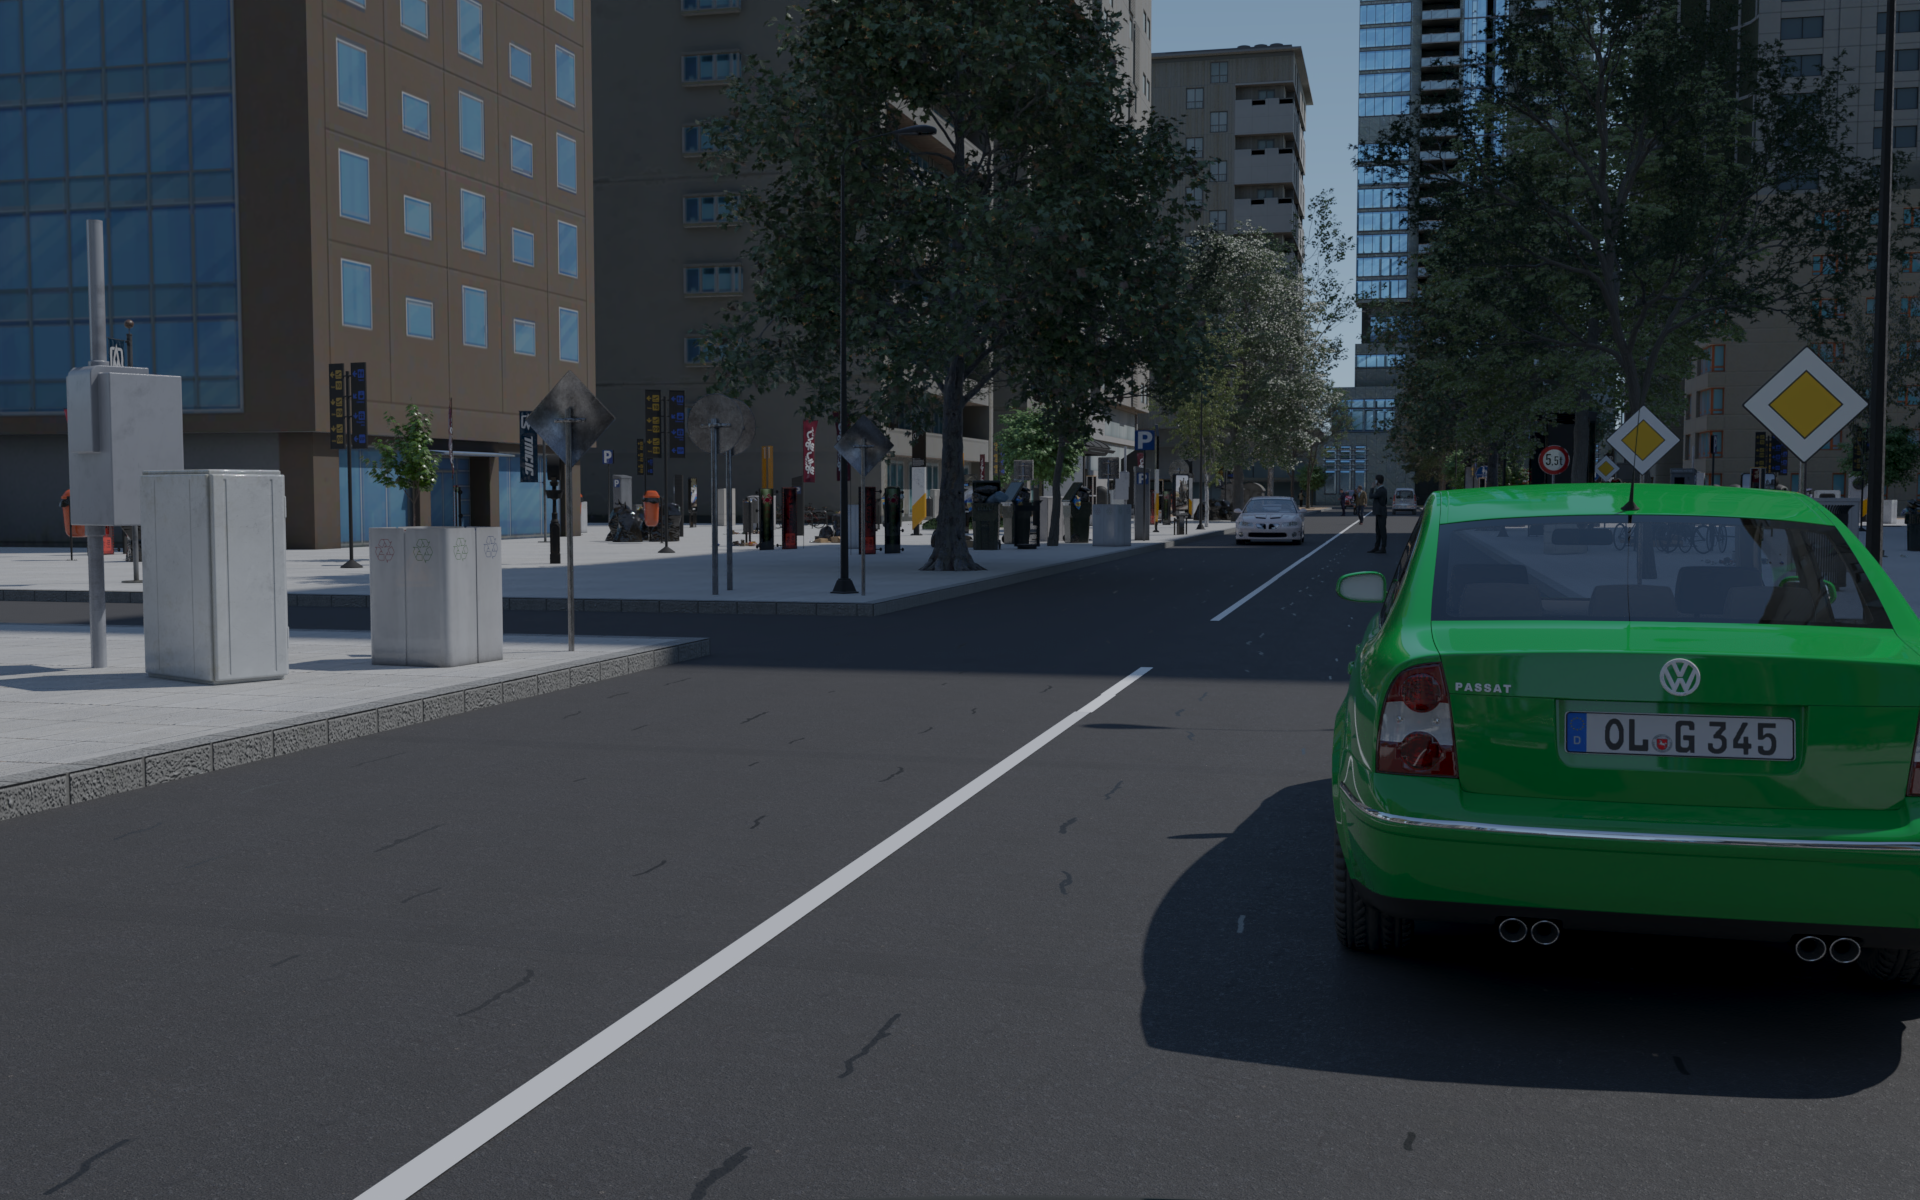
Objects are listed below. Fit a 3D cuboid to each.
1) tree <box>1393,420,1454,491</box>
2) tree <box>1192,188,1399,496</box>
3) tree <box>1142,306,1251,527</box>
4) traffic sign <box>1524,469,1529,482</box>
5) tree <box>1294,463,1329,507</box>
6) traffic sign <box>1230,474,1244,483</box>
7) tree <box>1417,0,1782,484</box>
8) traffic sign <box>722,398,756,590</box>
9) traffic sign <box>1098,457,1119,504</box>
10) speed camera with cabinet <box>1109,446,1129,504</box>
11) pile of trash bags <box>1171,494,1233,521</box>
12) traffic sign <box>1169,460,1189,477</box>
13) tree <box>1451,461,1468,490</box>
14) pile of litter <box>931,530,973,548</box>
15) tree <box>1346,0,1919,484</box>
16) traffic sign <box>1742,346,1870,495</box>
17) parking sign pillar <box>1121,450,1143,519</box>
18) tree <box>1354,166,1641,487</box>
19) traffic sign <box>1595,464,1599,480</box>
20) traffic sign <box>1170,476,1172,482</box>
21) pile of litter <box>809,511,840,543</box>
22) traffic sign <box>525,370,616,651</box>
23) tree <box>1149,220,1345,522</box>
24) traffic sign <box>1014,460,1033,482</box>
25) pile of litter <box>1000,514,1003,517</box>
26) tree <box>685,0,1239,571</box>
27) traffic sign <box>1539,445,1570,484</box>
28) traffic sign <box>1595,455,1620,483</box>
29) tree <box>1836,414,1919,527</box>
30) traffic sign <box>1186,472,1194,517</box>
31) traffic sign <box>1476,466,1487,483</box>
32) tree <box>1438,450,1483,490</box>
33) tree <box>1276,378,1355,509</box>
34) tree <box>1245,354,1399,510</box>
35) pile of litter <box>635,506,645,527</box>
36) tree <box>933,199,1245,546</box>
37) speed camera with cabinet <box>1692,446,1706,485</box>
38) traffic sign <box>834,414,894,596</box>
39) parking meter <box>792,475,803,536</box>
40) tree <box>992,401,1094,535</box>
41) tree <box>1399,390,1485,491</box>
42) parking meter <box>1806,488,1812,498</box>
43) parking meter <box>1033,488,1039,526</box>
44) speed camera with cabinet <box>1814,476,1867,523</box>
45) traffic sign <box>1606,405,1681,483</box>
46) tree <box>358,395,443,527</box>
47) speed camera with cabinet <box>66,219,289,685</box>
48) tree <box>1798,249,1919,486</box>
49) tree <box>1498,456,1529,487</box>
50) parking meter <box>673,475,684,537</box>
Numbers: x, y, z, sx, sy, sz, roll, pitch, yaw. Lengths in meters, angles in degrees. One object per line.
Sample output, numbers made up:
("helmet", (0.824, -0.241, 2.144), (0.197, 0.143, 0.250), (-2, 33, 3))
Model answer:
("tree", (45.697, -15.776, 164.591), (9.857, 13.997, 8.962), (0, 3, 0))
("tree", (20.353, -15.425, 108.085), (12.611, 20.169, 13.585), (0, 3, 0))
("tree", (9.366, -7.125, 66.852), (4.737, 8.622, 4.395), (0, 3, 0))
("traffic sign", (28.572, -5.354, 87.641), (0.768, 2.556, 0.104), (1, 4, 23))
("tree", (33.765, -11.177, 166.454), (4.285, 4.588, 4.351), (0, 3, 0))
("traffic sign", (14.521, -5.558, 90.985), (0.768, 2.556, 0.104), (1, 4, 19))
("tree", (14.269, -7.353, 38.342), (7.486, 12.596, 7.792), (0, 3, 0))
("traffic sign", (-3.072, -1.403, 23.037), (0.768, 2.556, 0.104), (1, 4, 20))
("traffic sign", (4.097, -2.796, 47.850), (0.606, 2.300, 0.079), (1, 4, 20))
("speed camera with cabinet", (6.602, -4.772, 72.350), (0.660, 3.252, 2.038), (0, 4, -4))
("pile of trash bags", (11.860, -4.540, 83.986), (3.447, 1.369, 1.912), (-1, 4, -9))
("traffic sign", (8.055, -3.900, 63.875), (0.768, 2.556, 0.104), (1, 4, 19))
("tree", (25.693, -5.730, 88.281), (1.663, 3.219, 1.824), (0, 3, 0))
("pile of litter", (-0.087, -1.701, 41.775), (1.176, 0.858, 1.719), (2, 4, 34))
("tree", (10.426, -5.618, 26.270), (8.767, 10.594, 7.601), (0, 4, 0))
("traffic sign", (5.740, -0.500, 11.824), (0.795, 2.450, 0.064), (1, 4, 14))
("parking sign pillar", (9.069, -6.242, 90.534), (1.447, 3.967, 1.447), (1, 4, 13))
("tree", (18.586, -8.742, 59.938), (9.611, 12.733, 9.660), (0, 3, 0))
("traffic sign", (25.957, -4.358, 71.366), (0.768, 2.556, 0.104), (1, 4, 16))
("traffic sign", (11.867, -5.796, 94.868), (0.768, 2.556, 0.104), (1, 4, 22))
("pile of litter", (-3.100, -1.945, 45.772), (1.719, 0.858, 1.176), (0, 4, 3))
("traffic sign", (-3.171, -0.639, 14.084), (0.795, 2.450, 0.064), (1, 4, 14))
("tree", (13.103, -10.637, 80.569), (9.857, 13.997, 8.962), (0, 3, 0))
("traffic sign", (1.894, -3.051, 52.019), (0.606, 2.300, 0.079), (1, 4, 20))
("pile of litter", (2.153, -4.325, 84.685), (1.719, 0.858, 1.176), (-1, 4, -14))
("tree", (-0.031, -6.834, 28.743), (9.611, 12.733, 9.660), (0, 3, 0))
("traffic sign", (15.489, -2.759, 45.215), (0.768, 2.556, 0.104), (1, 4, 18))
("traffic sign", (19.195, -3.079, 51.525), (0.795, 2.450, 0.064), (1, 4, 16))
("tree", (36.579, -5.188, 68.534), (4.285, 4.588, 4.351), (0, 3, 0))
("traffic sign", (11.728, -5.475, 89.620), (0.768, 2.556, 0.104), (1, 4, 17))
("traffic sign", (23.684, -4.779, 78.241), (0.768, 2.556, 0.104), (1, 4, 16))
("tree", (32.224, -7.757, 110.541), (4.285, 4.588, 4.351), (0, 3, 0))
("tree", (30.622, -13.791, 151.238), (9.928, 11.665, 9.643), (0, 3, 0))
("tree", (26.738, -14.014, 139.493), (12.009, 13.543, 11.850), (0, 3, 0))
("pile of litter", (-11.419, -3.032, 63.541), (1.176, 0.858, 1.719), (1, 4, 18))
("tree", (2.522, -6.590, 42.164), (7.601, 10.594, 8.767), (3, 5, 44))
("speed camera with cabinet", (29.918, -4.651, 70.379), (0.660, 3.252, 2.038), (2, 4, 27))
("traffic sign", (-1.218, -1.112, 21.827), (0.795, 2.450, 0.064), (1, 4, 14))
("parking meter", (-5.002, -2.909, 53.273), (0.399, 1.863, 0.255), (0, 4, 1))
("tree", (2.676, -4.391, 55.503), (4.285, 4.588, 4.351), (0, 3, 0))
("tree", (41.874, -14.627, 149.516), (12.009, 13.543, 11.850), (0, 3, 0))
("parking meter", (36.952, -4.106, 75.544), (0.372, 1.533, 0.369), (0, 3, 0))
("parking meter", (3.168, -3.808, 70.669), (0.372, 1.533, 0.369), (0, 3, 0))
("speed camera with cabinet", (38.933, -5.029, 76.563), (2.038, 3.252, 0.660), (1, 4, 18))
("traffic sign", (7.693, -0.974, 19.567), (0.795, 2.450, 0.064), (1, 4, 14))
("tree", (-10.624, -2.403, 33.894), (1.663, 3.219, 1.824), (0, 3, 0))
("speed camera with cabinet", (-5.595, -1.100, 12.318), (2.038, 3.252, 0.660), (3, 4, 38))
("tree", (27.844, -6.288, 53.169), (4.360, 8.622, 3.978), (0, 3, 0))
("tree", (21.622, -4.489, 67.990), (1.663, 3.219, 1.824), (0, 3, 0))
("parking meter", (-8.450, -2.830, 51.987), (0.255, 1.863, 0.399), (-1, 4, -16))
